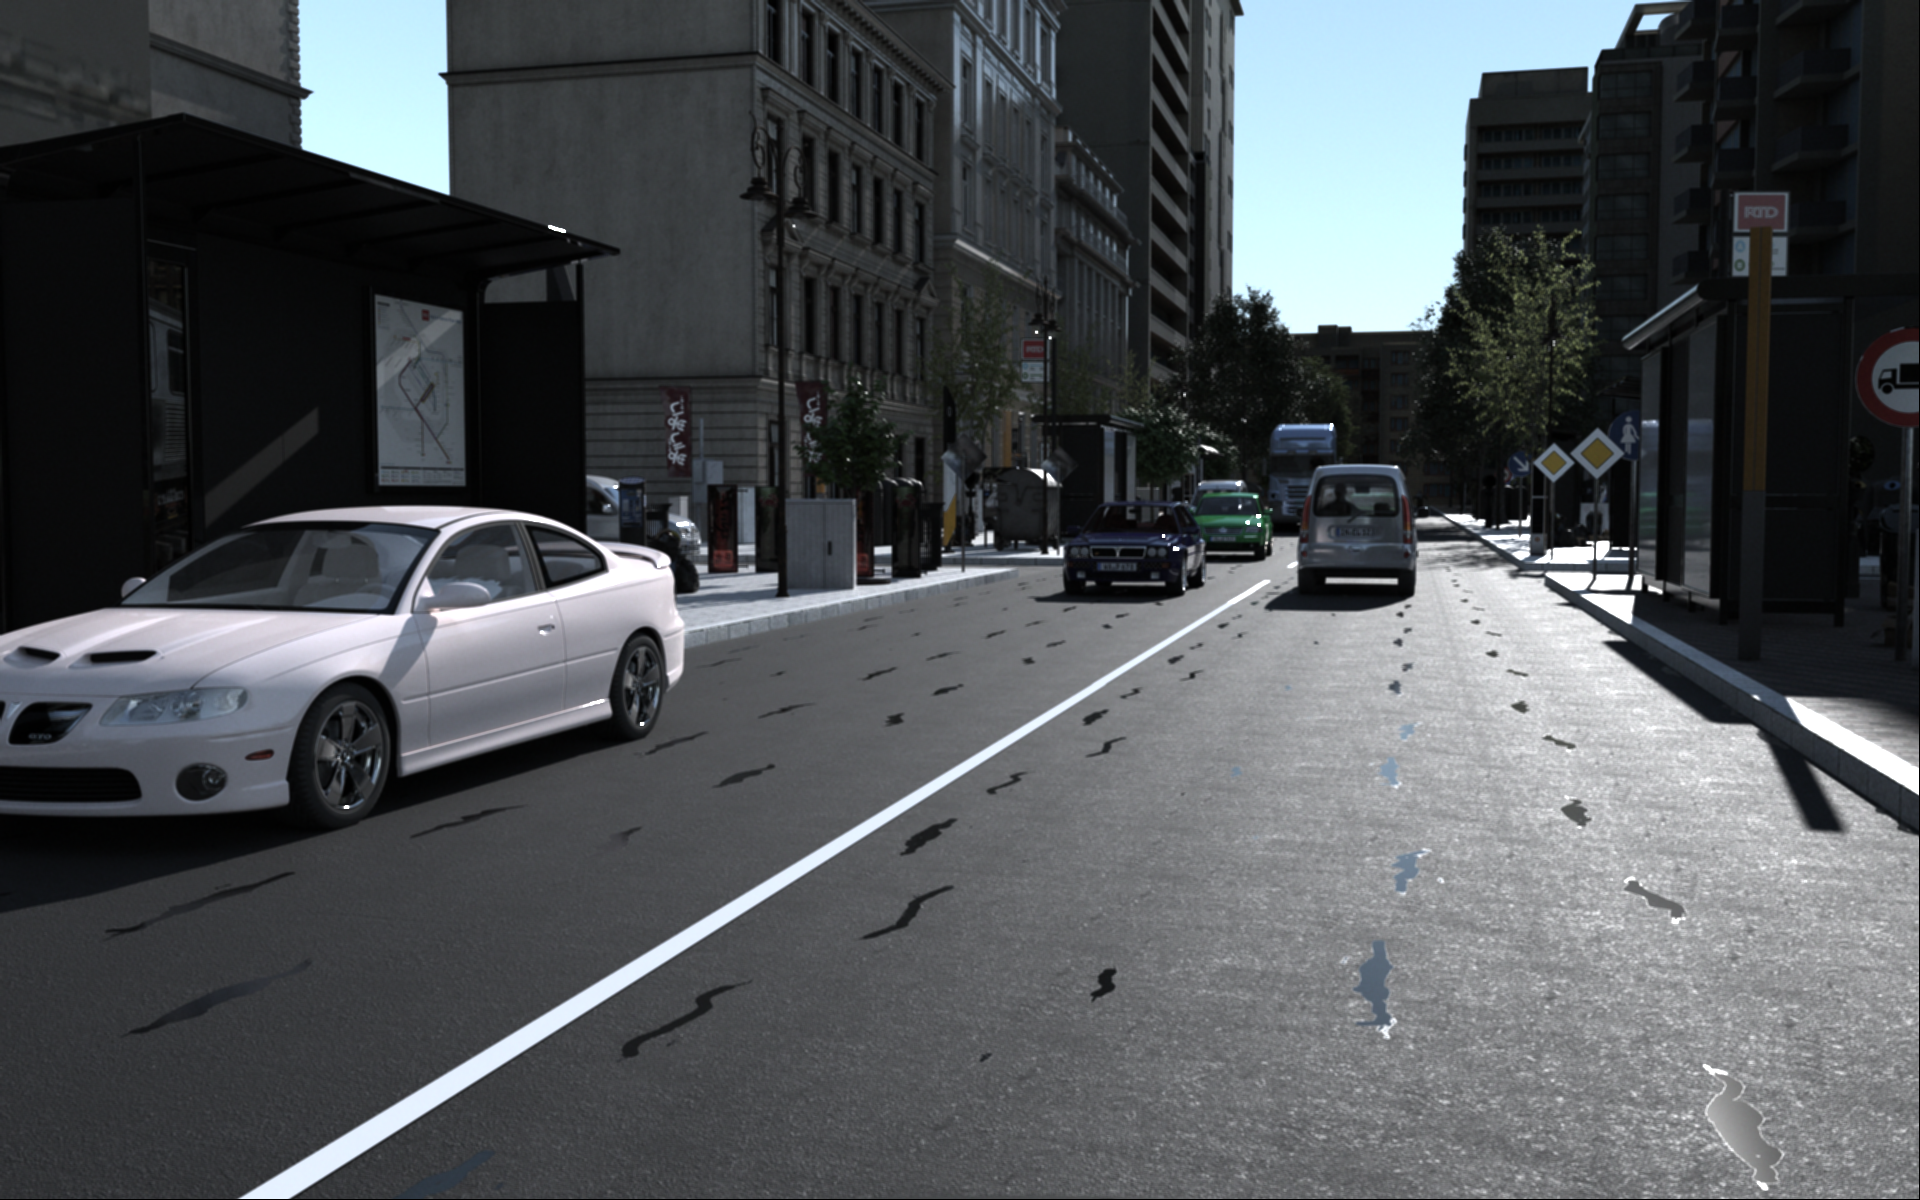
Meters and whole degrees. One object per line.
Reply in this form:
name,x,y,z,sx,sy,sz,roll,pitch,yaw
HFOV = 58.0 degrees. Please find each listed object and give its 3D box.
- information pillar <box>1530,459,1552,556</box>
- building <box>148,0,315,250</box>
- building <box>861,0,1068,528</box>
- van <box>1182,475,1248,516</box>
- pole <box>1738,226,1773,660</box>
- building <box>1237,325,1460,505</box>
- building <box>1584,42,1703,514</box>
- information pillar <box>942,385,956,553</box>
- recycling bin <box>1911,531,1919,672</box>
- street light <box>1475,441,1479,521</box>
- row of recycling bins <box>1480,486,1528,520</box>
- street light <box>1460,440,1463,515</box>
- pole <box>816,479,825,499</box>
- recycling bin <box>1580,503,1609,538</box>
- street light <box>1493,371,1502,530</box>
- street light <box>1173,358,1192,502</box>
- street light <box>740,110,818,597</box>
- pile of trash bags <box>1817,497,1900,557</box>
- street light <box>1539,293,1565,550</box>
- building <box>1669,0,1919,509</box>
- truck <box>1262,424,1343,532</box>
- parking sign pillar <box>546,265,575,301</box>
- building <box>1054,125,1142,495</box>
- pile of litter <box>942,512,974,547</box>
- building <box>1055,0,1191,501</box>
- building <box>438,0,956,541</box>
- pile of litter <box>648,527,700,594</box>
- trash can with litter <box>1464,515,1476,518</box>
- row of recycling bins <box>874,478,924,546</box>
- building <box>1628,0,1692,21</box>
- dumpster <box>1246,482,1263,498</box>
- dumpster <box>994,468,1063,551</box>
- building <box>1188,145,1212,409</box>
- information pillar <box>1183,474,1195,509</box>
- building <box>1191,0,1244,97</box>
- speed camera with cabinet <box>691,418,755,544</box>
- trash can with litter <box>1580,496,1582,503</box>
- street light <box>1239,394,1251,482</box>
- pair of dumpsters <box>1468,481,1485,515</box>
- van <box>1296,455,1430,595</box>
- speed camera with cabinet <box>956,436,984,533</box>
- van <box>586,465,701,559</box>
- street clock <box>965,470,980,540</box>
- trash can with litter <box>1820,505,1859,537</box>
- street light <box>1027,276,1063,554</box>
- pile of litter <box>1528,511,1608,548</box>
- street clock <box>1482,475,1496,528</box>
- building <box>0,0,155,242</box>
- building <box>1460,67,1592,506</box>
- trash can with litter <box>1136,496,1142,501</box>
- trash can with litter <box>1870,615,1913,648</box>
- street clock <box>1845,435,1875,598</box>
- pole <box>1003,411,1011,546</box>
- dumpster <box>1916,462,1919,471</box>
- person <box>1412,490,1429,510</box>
information pillar,12.107,-1.939,36.201,0.304,2.012,0.304,2,4,28
building,-33.084,-14.010,57.945,19.941,23.489,11.050,1,4,14
building,-3.825,-17.695,75.221,13.634,28.700,20.117,1,4,14
van,7.578,-2.672,50.705,2.013,2.044,4.112,1,4,15
pole,6.131,-1.193,13.349,0.158,3.312,0.155,0,3,0
building,45.954,-22.452,212.124,28.899,21.520,27.650,1,4,14
building,48.744,-20.968,114.527,14.160,30.474,14.107,1,4,14
information pillar,-0.230,-2.824,37.534,0.183,3.616,0.504,2,4,24
recycling bin,7.389,0.002,12.518,0.722,1.027,0.722,-3,5,-45
street light,24.970,-6.770,83.474,0.468,5.910,1.993,1,4,14
row of recycling bins,27.388,-4.905,87.310,1.069,1.692,3.534,-1,4,-15
street light,30.508,-8.100,105.229,0.468,5.910,1.993,1,4,14
pole,-3.207,-2.812,39.814,0.158,3.312,0.155,0,3,0
recycling bin,17.998,-2.237,49.133,0.722,1.027,0.722,2,4,24
street light,19.294,-5.454,61.961,0.468,5.910,1.993,1,4,14
street light,7.558,-5.264,58.858,0.468,5.910,1.993,1,4,14
street light,-2.210,-2.973,21.403,0.468,5.910,1.993,1,4,14
pile of trash bags,19.295,-1.570,35.426,3.447,1.369,1.912,2,4,24
street light,13.611,-4.108,39.951,0.468,5.910,1.993,1,4,14
building,44.725,-25.876,77.693,22.147,44.769,28.867,1,4,14
truck,14.569,-5.055,72.411,2.967,4.110,18.799,1,4,13
parking sign pillar,-4.306,-1.823,18.274,1.447,3.967,1.447,-1,4,-22
building,1.831,-15.650,97.673,13.314,21.916,24.055,1,4,14
pile of litter,-0.190,-1.760,42.747,1.176,0.858,1.719,1,4,12
building,4.584,-30.640,124.673,21.300,48.544,21.600,1,4,14
building,-7.672,-11.717,56.196,10.561,19.102,19.286,1,4,14
pile of litter,-4.024,-0.505,22.225,1.176,0.858,1.719,3,4,36
trash can with litter,28.302,-5.037,93.413,1.678,1.210,2.233,-3,4,-38
row of recycling bins,-1.798,-2.251,43.911,1.069,1.692,3.534,1,4,21
building,62.247,-26.835,130.636,32.217,40.220,23.993,1,4,14
dumpster,14.484,-4.965,86.940,1.264,1.857,1.865,1,4,15
dumpster,1.546,-2.061,39.448,1.264,1.857,1.865,1,4,15
building,12.686,-22.629,141.691,14.160,30.474,14.107,1,4,14
information pillar,8.242,-3.542,62.396,0.304,2.012,0.304,2,4,34
building,11.858,-35.299,166.380,27.495,52.752,28.713,1,4,14
speed camera with cabinet,-6.099,-3.090,44.863,2.038,3.252,0.660,3,5,42
trash can with litter,35.742,-5.378,98.992,2.233,1.210,1.678,-1,4,-10
street light,13.184,-6.581,80.384,0.468,5.910,1.993,1,4,14
pair of dumpsters,31.424,-6.208,103.996,1.574,2.255,4.437,1,4,14
van,6.037,-1.167,26.097,2.013,2.044,4.112,1,4,15
speed camera with cabinet,0.279,-3.924,58.492,0.660,3.252,2.038,-1,4,-15
van,-7.252,-1.693,34.689,4.112,2.044,2.013,1,4,14
street clock,0.302,-2.708,48.853,0.471,2.002,0.358,2,4,32
trash can with litter,12.516,-0.826,24.890,0.624,1.170,1.055,1,4,19
street light,1.815,-3.917,36.830,0.468,5.910,1.993,1,4,14
pile of litter,14.687,-1.732,42.280,1.176,0.858,1.719,-1,4,-19
street clock,19.994,-3.725,65.476,0.471,2.002,0.358,-1,4,-15
building,-23.392,-23.863,13.859,21.600,48.544,21.300,1,4,14
building,69.291,-35.291,200.709,21.600,48.544,21.300,1,4,14
trash can with litter,7.205,-3.793,73.072,1.678,1.210,2.233,1,4,11
trash can with litter,8.146,-0.180,14.327,1.055,1.170,0.624,3,5,39
street clock,11.022,-1.032,21.441,0.471,2.002,0.358,-1,4,-12
pole,1.156,-2.974,42.474,0.158,3.312,0.155,0,3,0
dumpster,6.210,-0.233,9.561,1.264,1.857,1.865,1,4,14
person,33.453,-7.133,125.855,1.217,1.736,0.721,0,4,-4
